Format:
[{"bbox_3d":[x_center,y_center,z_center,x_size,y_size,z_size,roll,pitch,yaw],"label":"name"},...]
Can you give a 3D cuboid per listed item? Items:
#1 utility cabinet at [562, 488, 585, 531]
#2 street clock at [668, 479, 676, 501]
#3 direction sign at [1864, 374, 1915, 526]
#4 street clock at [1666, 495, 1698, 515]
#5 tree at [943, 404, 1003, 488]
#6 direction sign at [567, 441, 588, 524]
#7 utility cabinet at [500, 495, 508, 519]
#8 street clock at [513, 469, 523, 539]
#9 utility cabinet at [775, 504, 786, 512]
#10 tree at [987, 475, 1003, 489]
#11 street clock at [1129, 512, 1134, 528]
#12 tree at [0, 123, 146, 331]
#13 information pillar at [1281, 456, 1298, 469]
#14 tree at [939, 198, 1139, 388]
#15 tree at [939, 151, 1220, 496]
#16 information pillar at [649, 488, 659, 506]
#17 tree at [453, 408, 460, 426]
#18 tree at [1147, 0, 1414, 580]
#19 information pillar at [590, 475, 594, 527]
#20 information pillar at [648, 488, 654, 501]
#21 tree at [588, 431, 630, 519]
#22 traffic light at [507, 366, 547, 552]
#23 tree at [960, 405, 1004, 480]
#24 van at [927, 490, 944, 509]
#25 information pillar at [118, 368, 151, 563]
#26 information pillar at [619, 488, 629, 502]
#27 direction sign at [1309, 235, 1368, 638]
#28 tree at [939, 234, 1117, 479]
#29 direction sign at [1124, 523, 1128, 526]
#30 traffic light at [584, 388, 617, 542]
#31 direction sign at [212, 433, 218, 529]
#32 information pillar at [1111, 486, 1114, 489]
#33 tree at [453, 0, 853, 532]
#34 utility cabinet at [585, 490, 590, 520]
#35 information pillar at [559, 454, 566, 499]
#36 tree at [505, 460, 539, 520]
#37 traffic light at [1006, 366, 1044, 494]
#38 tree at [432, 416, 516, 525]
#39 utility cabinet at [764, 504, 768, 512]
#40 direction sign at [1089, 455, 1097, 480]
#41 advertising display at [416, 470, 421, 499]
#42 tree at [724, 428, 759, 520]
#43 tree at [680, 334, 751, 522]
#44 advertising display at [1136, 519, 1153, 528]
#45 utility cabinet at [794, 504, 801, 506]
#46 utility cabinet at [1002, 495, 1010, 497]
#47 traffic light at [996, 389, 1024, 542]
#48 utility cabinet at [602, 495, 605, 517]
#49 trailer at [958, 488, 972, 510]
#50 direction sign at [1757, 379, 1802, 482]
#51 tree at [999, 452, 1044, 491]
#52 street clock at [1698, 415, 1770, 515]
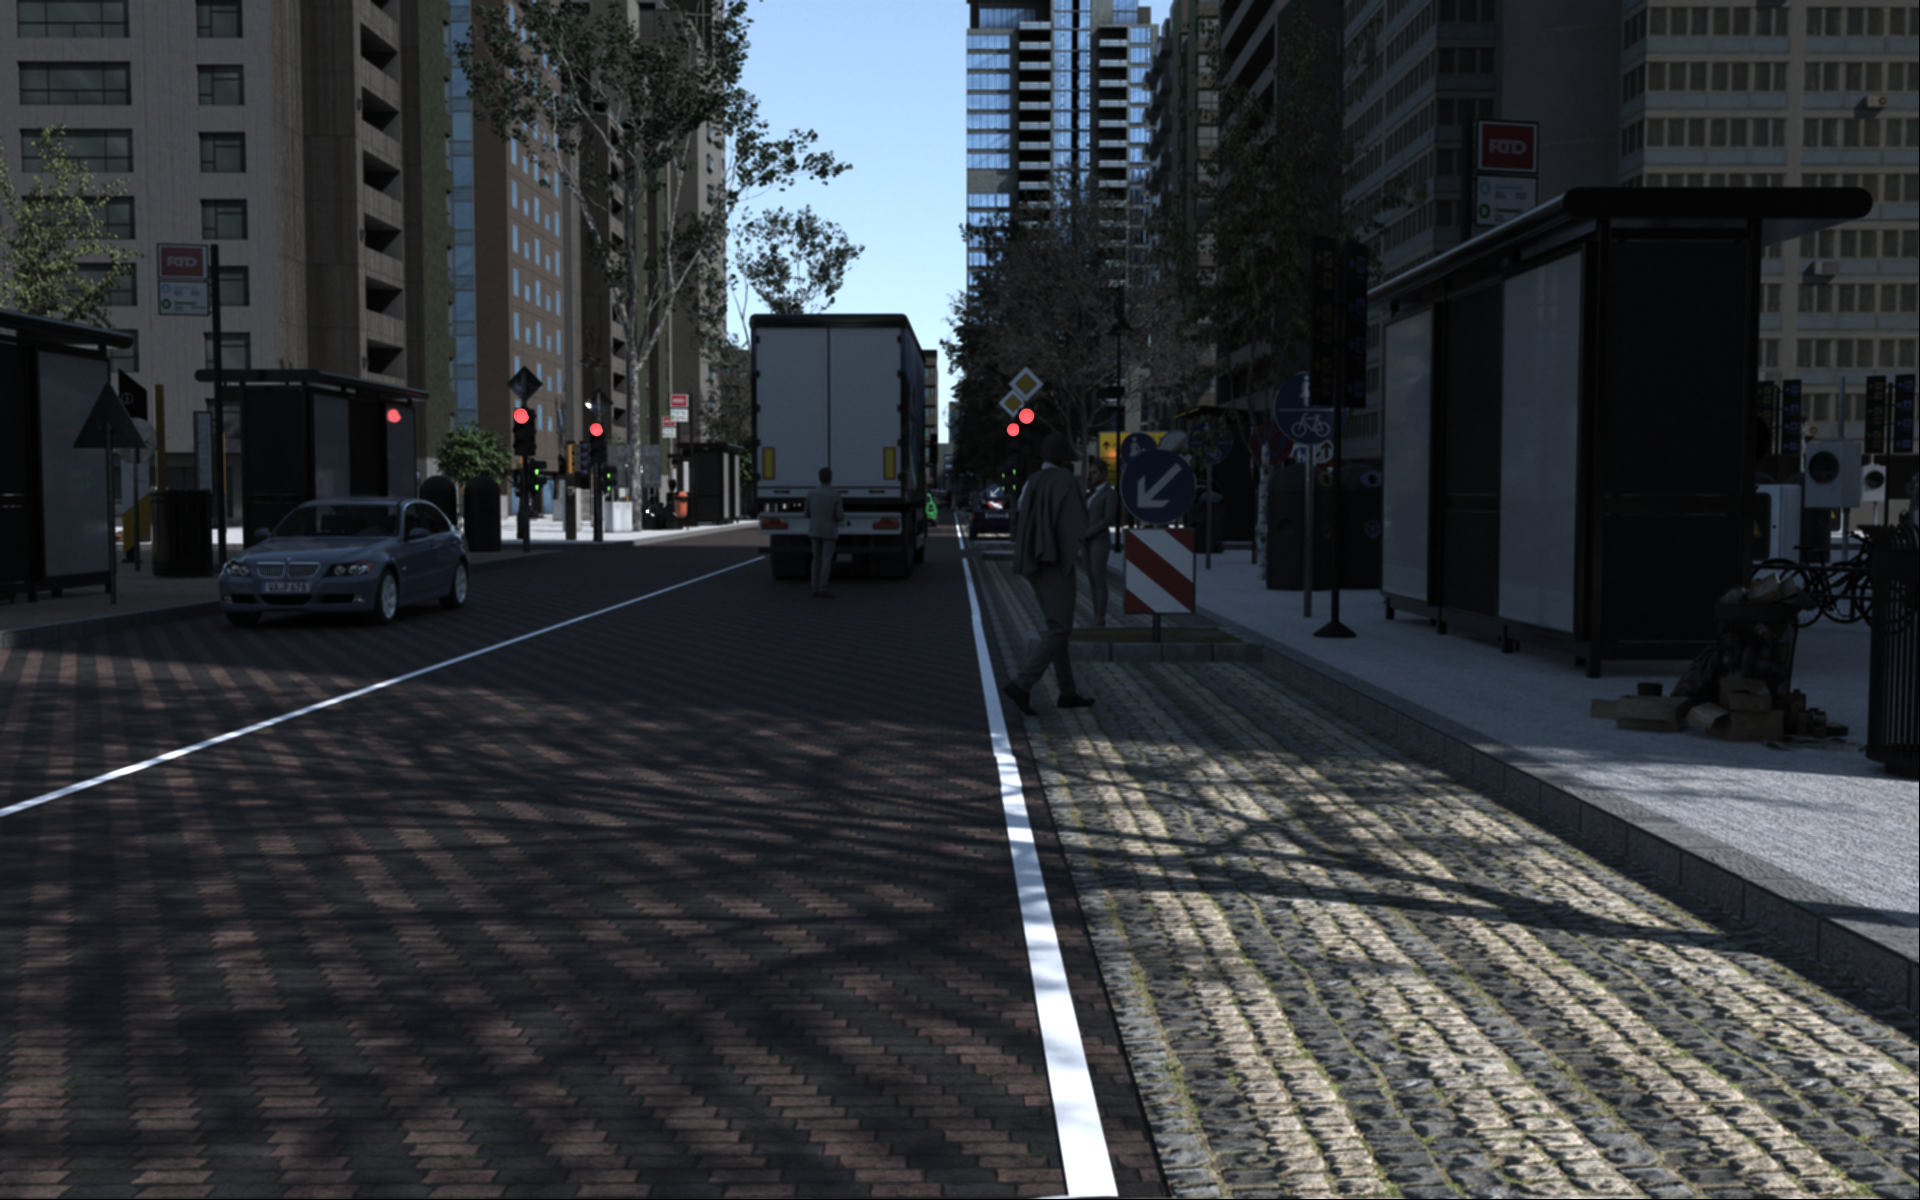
[{"bbox_3d":[-13.193,-3.074,58.944,0.318,1.500,1.173,-2,4,-30],"label":"utility cabinet"},{"bbox_3d":[-14.233,-4.964,85.739,0.358,2.002,0.471,1,4,13],"label":"street clock"},{"bbox_3d":[17.707,-2.511,33.053,0.379,3.537,0.876,-3,4,-38],"label":"direction sign"},{"bbox_3d":[6.859,-0.727,16.464,0.471,2.002,0.358,2,4,32],"label":"street clock"},{"bbox_3d":[2.826,-16.866,192.765,9.611,12.733,9.660,0,3,0],"label":"tree"},{"bbox_3d":[-16.257,-4.995,73.663,0.876,3.537,0.379,0,4,-6],"label":"direction sign"},{"bbox_3d":[-23.980,-4.812,89.837,1.020,1.237,0.306,-1,4,-16],"label":"utility cabinet"},{"bbox_3d":[-12.491,-2.733,49.258,0.358,2.002,0.471,-3,5,-39],"label":"street clock"},{"bbox_3d":[-11.361,-6.073,110.463,1.020,1.237,0.306,-3,4,-36],"label":"utility cabinet"},{"bbox_3d":[3.612,-10.366,164.093,1.663,3.219,1.824,0,3,0],"label":"tree"},{"bbox_3d":[5.455,-3.089,55.079,0.471,2.002,0.358,0,4,4],"label":"street clock"},{"bbox_3d":[-18.199,-5.096,33.684,4.737,8.622,4.395,0,3,0],"label":"tree"},{"bbox_3d":[6.453,-1.804,33.991,0.304,2.012,0.304,1,4,9],"label":"information pillar"},{"bbox_3d":[5.027,-15.493,109.199,12.611,20.169,13.585,0,3,0],"label":"tree"},{"bbox_3d":[4.455,-9.344,63.149,12.009,13.543,11.850,0,3,0],"label":"tree"},{"bbox_3d":[-13.584,-4.427,76.875,0.304,2.012,0.304,1,4,21],"label":"information pillar"},{"bbox_3d":[-29.990,-8.922,96.243,4.360,8.622,3.978,0,3,0],"label":"tree"},{"bbox_3d":[4.606,-4.621,25.910,4.737,8.622,4.395,0,3,0],"label":"tree"},{"bbox_3d":[-14.234,-3.856,67.531,0.304,2.012,0.304,-2,4,-26],"label":"information pillar"},{"bbox_3d":[-14.724,-5.575,82.506,0.183,3.616,0.504,1,4,18],"label":"information pillar"},{"bbox_3d":[-18.099,-6.532,90.509,4.285,4.588,4.351,0,3,0],"label":"tree"},{"bbox_3d":[-9.530,-3.004,38.029,0.839,4.253,0.868,0,4,0],"label":"traffic light"},{"bbox_3d":[3.892,-16.103,181.408,7.486,12.596,7.792,0,3,0],"label":"tree"},{"bbox_3d":[-2.524,-9.851,168.076,2.013,2.044,4.112,0,4,1],"label":"van"},{"bbox_3d":[-15.409,-2.505,32.316,0.504,3.616,0.183,-2,4,-23],"label":"information pillar"},{"bbox_3d":[-18.985,-6.532,98.155,0.183,3.616,0.504,-3,5,-44],"label":"information pillar"},{"bbox_3d":[3.381,-1.438,15.513,0.379,3.537,0.876,3,5,45],"label":"direction sign"},{"bbox_3d":[3.605,-11.012,86.693,9.857,13.997,8.962,0,3,0],"label":"tree"},{"bbox_3d":[6.571,-4.739,69.483,0.379,3.537,0.876,-1,4,-13],"label":"direction sign"},{"bbox_3d":[-9.571,-3.492,46.014,0.839,4.253,0.868,0,4,0],"label":"traffic light"},{"bbox_3d":[-27.413,-4.381,63.627,0.379,3.537,0.876,1,4,10],"label":"direction sign"},{"bbox_3d":[6.472,-5.124,75.138,0.504,3.616,0.183,1,4,16],"label":"information pillar"},{"bbox_3d":[-9.628,-12.378,58.270,12.611,20.169,13.585,0,3,0],"label":"tree"},{"bbox_3d":[-18.123,-4.591,83.740,1.173,1.500,0.318,0,4,-2],"label":"utility cabinet"},{"bbox_3d":[-22.870,-6.625,99.667,0.504,3.616,0.183,1,4,23],"label":"information pillar"},{"bbox_3d":[-21.351,-5.506,84.622,1.663,3.219,1.824,0,3,0],"label":"tree"},{"bbox_3d":[1.431,-3.008,38.101,0.839,4.253,0.868,0,4,0],"label":"traffic light"},{"bbox_3d":[-20.517,-5.465,73.066,4.285,4.588,4.351,0,3,0],"label":"tree"},{"bbox_3d":[-12.398,-6.163,109.445,0.318,1.500,1.173,-3,4,-38],"label":"utility cabinet"},{"bbox_3d":[7.961,-6.680,101.217,0.876,3.537,0.379,0,4,-2],"label":"direction sign"},{"bbox_3d":[-14.459,-2.494,45.986,0.123,1.923,0.974,0,4,-7],"label":"advertising display"},{"bbox_3d":[-10.570,-6.236,85.665,4.285,4.588,4.351,0,3,0],"label":"tree"},{"bbox_3d":[-10.625,-7.870,79.042,4.360,8.622,3.978,0,3,0],"label":"tree"},{"bbox_3d":[7.417,-4.031,71.113,0.974,1.923,0.123,3,5,43],"label":"advertising display"},{"bbox_3d":[-10.770,-6.123,111.267,1.020,1.237,0.306,-1,4,-17],"label":"utility cabinet"},{"bbox_3d":[2.983,-6.452,116.645,1.020,1.237,0.306,-2,4,-28],"label":"utility cabinet"},{"bbox_3d":[1.390,-3.496,46.086,0.839,4.253,0.868,0,4,0],"label":"traffic light"},{"bbox_3d":[-20.178,-5.203,96.224,1.020,1.237,0.306,2,4,34],"label":"utility cabinet"},{"bbox_3d":[0.546,-9.243,158.169,1.471,1.999,3.904,0,4,-2],"label":"trailer"},{"bbox_3d":[16.277,-2.602,34.546,0.379,3.537,0.876,-3,5,-42],"label":"direction sign"},{"bbox_3d":[3.572,-6.802,94.932,4.285,4.588,4.351,0,3,0],"label":"tree"},{"bbox_3d":[6.931,-0.666,15.464,0.471,2.002,0.358,-1,4,-10],"label":"street clock"}]
